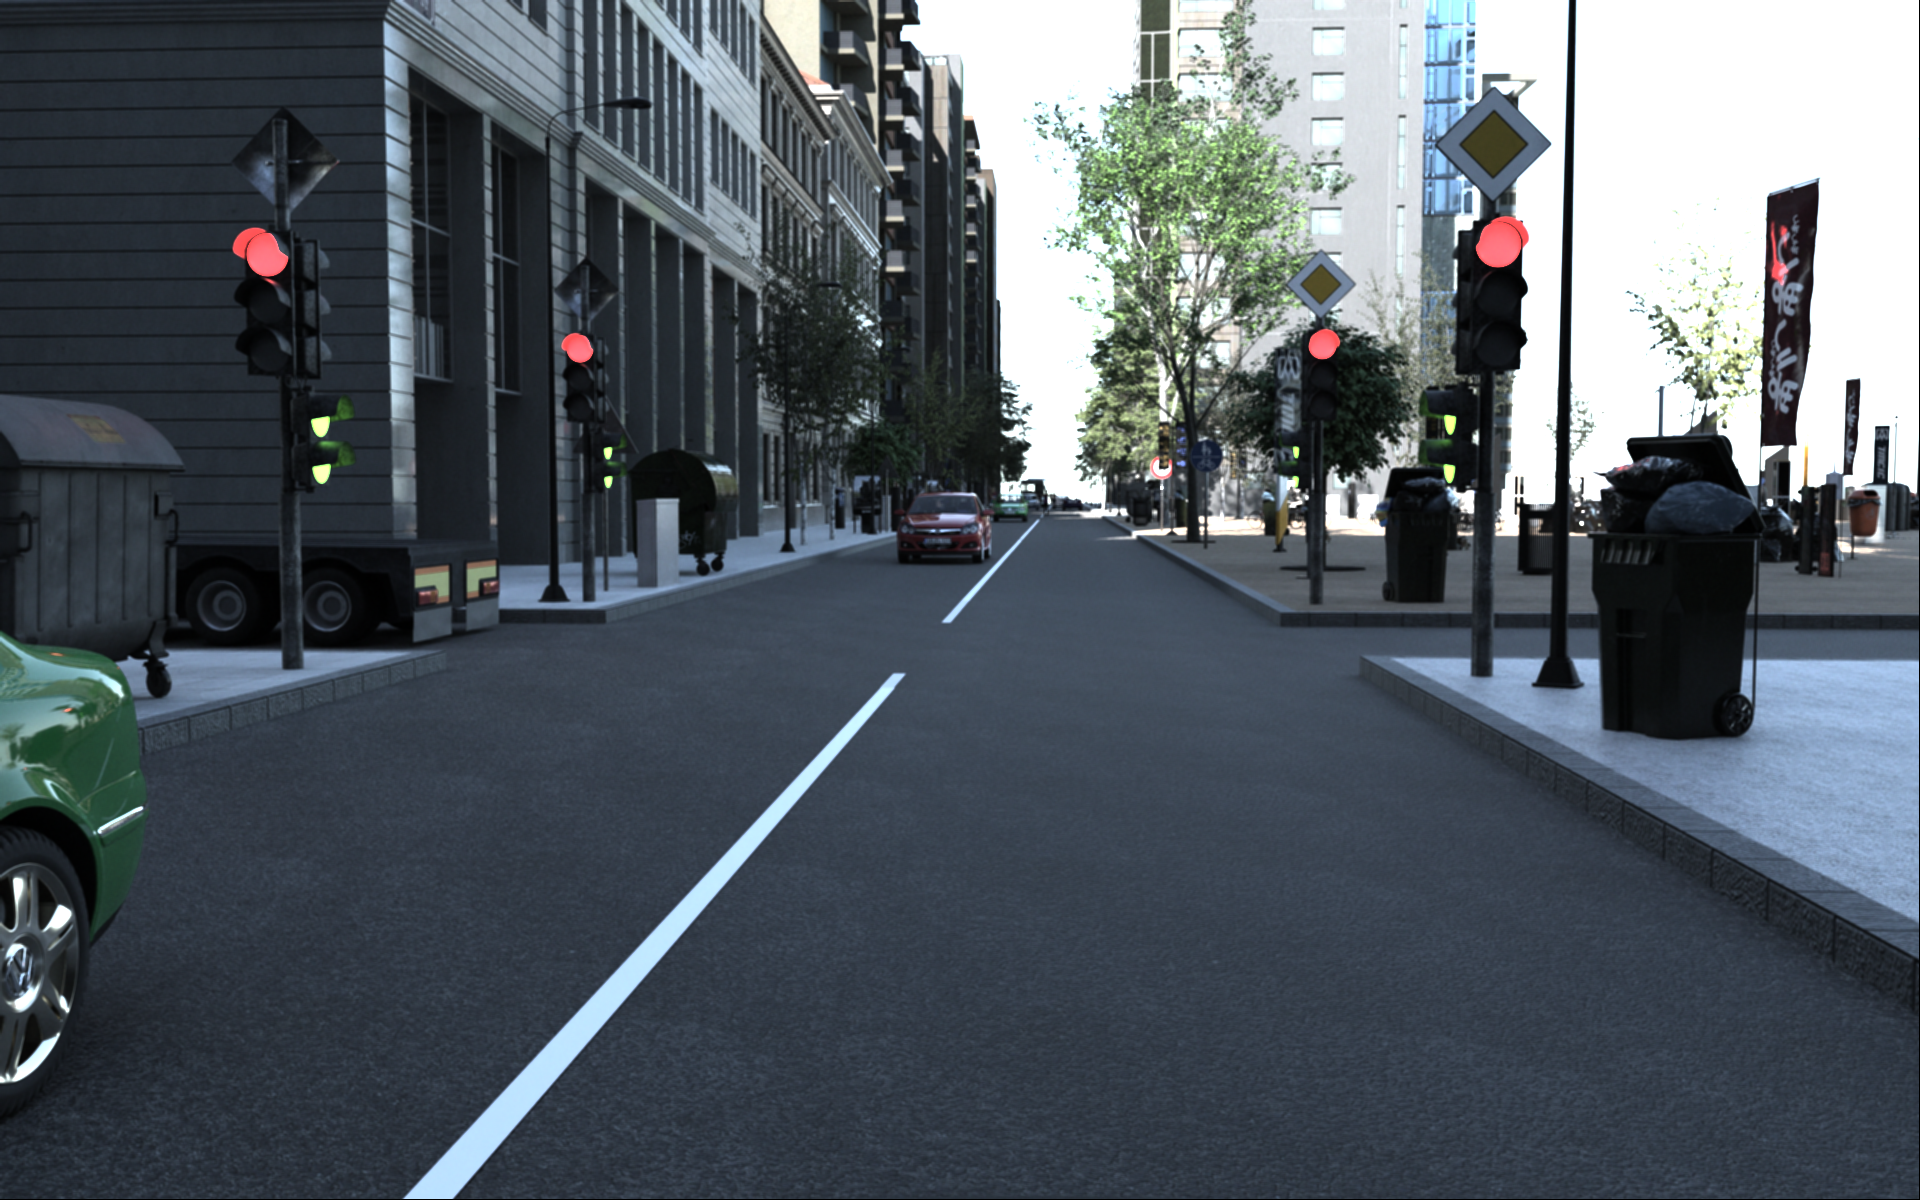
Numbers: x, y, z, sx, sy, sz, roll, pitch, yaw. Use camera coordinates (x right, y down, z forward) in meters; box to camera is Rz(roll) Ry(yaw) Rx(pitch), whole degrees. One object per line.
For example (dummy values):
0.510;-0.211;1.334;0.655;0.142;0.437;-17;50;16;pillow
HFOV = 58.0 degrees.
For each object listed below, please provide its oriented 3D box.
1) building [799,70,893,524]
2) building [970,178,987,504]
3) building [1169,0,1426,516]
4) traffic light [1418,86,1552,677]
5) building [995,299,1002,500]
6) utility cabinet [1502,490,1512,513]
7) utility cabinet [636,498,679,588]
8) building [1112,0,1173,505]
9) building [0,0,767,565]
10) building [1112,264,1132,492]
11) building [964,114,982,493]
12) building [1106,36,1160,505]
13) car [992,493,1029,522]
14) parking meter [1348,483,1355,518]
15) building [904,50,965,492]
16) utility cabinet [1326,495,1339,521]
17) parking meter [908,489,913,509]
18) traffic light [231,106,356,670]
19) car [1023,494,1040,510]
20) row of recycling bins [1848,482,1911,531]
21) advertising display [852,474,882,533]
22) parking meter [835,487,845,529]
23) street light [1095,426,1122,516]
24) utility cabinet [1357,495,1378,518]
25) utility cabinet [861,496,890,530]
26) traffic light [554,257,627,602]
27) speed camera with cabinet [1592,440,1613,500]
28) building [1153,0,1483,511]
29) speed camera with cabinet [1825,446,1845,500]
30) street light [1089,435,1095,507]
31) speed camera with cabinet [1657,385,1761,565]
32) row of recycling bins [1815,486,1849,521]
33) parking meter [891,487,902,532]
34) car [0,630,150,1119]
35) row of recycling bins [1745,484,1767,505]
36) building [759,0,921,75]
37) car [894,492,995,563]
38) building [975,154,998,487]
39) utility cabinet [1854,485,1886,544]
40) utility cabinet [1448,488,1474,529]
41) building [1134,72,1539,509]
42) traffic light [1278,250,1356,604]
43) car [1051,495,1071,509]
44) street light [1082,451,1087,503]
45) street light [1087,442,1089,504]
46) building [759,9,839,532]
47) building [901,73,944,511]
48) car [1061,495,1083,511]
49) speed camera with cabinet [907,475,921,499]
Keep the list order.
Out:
-10.015;-15.133;83.587;11.583;22.565;21.152;0;4;3;building
-3.967;-32.715;218.480;14.154;41.232;14.086;0;4;3;building
19.819;-25.790;105.269;14.154;41.232;14.086;0;4;3;building
3.665;-1.418;12.112;0.839;4.253;0.868;0;4;3;traffic light
-1.331;-29.094;247.390;14.160;30.474;14.107;0;4;3;building
27.878;-4.865;88.221;0.318;1.500;1.173;2;4;27;utility cabinet
-4.231;-0.801;24.252;0.306;1.237;1.020;1;4;9;utility cabinet
28.042;-46.391;196.743;20.563;71.187;20.611;0;4;3;building
-12.263;-15.924;37.850;11.434;29.767;29.804;0;4;3;building
26.036;-27.168;215.899;14.160;30.474;14.107;0;4;3;building
-8.951;-33.155;196.707;22.147;44.769;28.867;0;4;3;building
31.560;-56.498;236.414;22.319;86.520;31.000;0;4;3;building
2.635;-4.977;90.165;1.959;1.807;4.718;0;4;3;car
20.703;-5.250;91.549;0.255;1.863;0.399;-1;4;-9;parking meter
-6.998;-28.915;156.360;14.154;41.232;14.086;0;4;3;building
17.679;-4.376;82.713;1.020;1.237;0.306;-3;5;-41;utility cabinet
-2.356;-4.646;84.380;0.372;1.533;0.369;0;3;0;parking meter
-4.882;-1.448;12.598;0.839;4.253;0.868;0;4;3;traffic light
6.166;-8.722;154.604;2.014;1.417;4.499;0;4;2;car
32.206;-3.251;60.274;3.534;1.692;1.069;-3;5;-45;row of recycling bins
-3.039;-3.152;56.742;0.974;1.923;0.123;0;4;8;advertising display
-4.448;-3.405;64.088;0.372;1.533;0.369;0;3;0;parking meter
8.924;-7.974;102.915;1.470;5.913;1.316;0;4;3;street light
21.610;-4.931;91.783;1.020;1.237;0.306;2;4;25;utility cabinet
-2.988;-3.068;61.318;1.020;1.237;0.306;0;4;8;utility cabinet
-4.412;-1.936;20.570;0.839;4.253;0.868;0;4;3;traffic light
24.053;-4.261;64.003;0.660;3.252;2.038;3;5;44;speed camera with cabinet
25.699;-49.750;126.081;22.319;86.520;31.000;0;4;3;building
36.865;-4.718;71.468;2.038;3.252;0.660;3;4;37;speed camera with cabinet
9.879;-9.013;119.909;1.470;5.913;1.316;0;4;3;street light
13.426;-2.274;31.511;2.038;3.252;0.660;1;4;12;speed camera with cabinet
42.338;-4.686;83.723;1.069;1.692;3.534;0;4;-2;row of recycling bins
-2.167;-3.109;59.236;0.372;1.533;0.369;0;3;0;parking meter
-3.081;0.377;2.638;1.959;1.807;4.718;0;4;2;car
33.093;-4.065;73.577;3.534;1.692;1.069;-3;4;-38;row of recycling bins
-14.089;-27.876;110.396;22.147;44.769;28.867;0;4;3;building
-0.303;-1.726;37.261;2.155;1.783;4.494;0;4;4;car
-2.143;-35.613;232.388;14.600;45.320;14.200;0;4;3;building
23.177;-2.169;44.143;1.173;1.500;0.318;-3;5;-40;utility cabinet
18.046;-3.301;62.645;0.318;1.500;1.173;-2;4;-25;utility cabinet
32.027;-28.302;154.615;32.217;40.220;23.993;0;4;3;building
4.135;-1.906;20.084;0.839;4.253;0.868;0;4;3;traffic light
9.860;-9.518;167.985;2.083;1.381;4.827;0;4;3;car
11.823;-11.085;153.779;1.470;5.913;1.316;0;4;3;street light
10.991;-10.059;137.000;1.470;5.913;1.316;0;4;3;street light
-10.909;-12.165;63.530;10.561;19.102;19.286;0;4;3;building
-17.151;-27.283;137.950;32.217;40.220;23.993;0;4;3;building
9.818;-8.494;151.458;1.945;1.354;3.894;0;4;3;car
-2.119;-5.813;89.385;0.660;3.252;2.038;1;4;21;speed camera with cabinet
